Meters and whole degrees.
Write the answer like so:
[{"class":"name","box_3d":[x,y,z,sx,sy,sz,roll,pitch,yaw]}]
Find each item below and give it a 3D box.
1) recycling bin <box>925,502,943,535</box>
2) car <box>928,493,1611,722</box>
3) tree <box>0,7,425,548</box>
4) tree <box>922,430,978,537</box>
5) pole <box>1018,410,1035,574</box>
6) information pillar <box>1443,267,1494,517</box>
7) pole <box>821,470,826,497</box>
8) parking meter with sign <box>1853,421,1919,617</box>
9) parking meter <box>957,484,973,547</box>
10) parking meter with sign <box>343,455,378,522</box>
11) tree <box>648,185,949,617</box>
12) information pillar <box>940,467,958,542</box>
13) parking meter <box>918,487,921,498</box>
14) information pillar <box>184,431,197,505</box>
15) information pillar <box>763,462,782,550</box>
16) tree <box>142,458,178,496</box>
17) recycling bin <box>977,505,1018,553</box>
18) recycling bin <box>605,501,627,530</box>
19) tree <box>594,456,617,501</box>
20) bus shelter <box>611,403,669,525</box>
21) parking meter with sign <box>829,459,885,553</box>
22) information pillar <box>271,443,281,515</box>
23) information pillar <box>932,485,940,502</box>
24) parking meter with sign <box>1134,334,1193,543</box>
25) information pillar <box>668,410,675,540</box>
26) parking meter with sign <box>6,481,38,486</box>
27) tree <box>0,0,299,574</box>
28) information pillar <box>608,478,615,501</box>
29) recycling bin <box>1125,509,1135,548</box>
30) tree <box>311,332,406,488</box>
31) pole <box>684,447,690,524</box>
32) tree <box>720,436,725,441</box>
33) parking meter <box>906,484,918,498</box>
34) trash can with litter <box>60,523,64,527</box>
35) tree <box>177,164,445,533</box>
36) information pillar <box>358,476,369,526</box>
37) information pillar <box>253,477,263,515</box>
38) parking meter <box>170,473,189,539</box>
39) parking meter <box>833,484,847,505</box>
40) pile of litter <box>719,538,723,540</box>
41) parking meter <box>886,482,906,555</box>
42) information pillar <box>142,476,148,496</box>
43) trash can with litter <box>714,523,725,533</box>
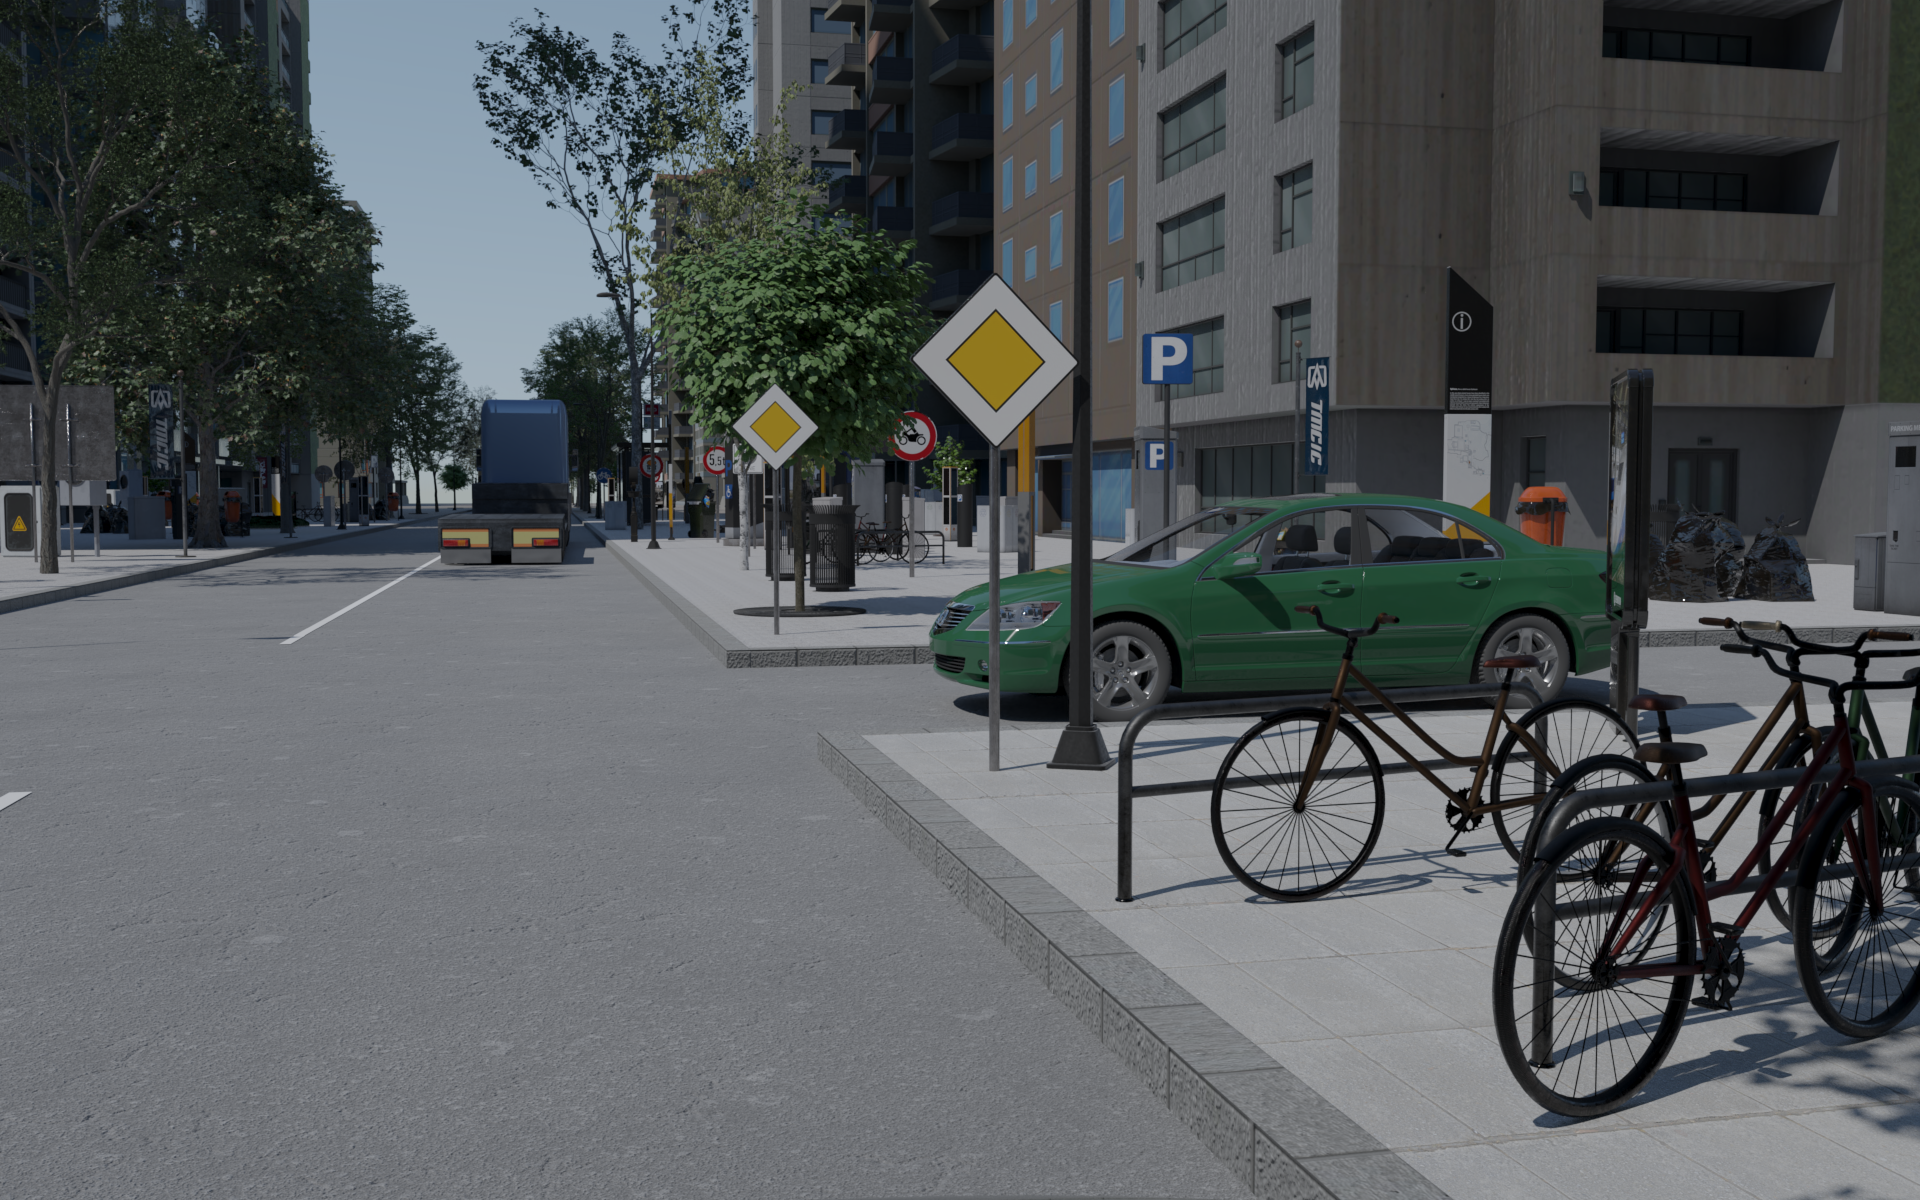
[{"class":"recycling bin","box_3d":[-0.703,-2.569,54.556,0.722,1.027,0.722,1,4,10]},{"class":"car","box_3d":[2.211,-0.010,11.957,4.920,1.459,2.131,-1,4,-13]},{"class":"tree","box_3d":[-18.077,-7.607,41.377,9.611,12.733,9.660,0,3,0]},{"class":"tree","box_3d":[-0.432,-3.539,52.468,1.663,3.219,1.824,0,3,0]},{"class":"pole","box_3d":[0.798,-1.645,20.736,0.158,3.312,0.155,0,3,0]},{"class":"information pillar","box_3d":[5.254,-1.628,17.981,0.504,3.616,0.183,0,4,-4]},{"class":"pole","box_3d":[-3.516,-3.073,44.086,0.158,3.312,0.155,0,3,0]},{"class":"parking meter with sign","box_3d":[10.211,-1.346,18.274,0.543,3.016,1.738,-1,4,-13]},{"class":"parking meter","box_3d":[0.118,-2.042,41.796,0.372,1.533,0.369,0,3,0]},{"class":"parking meter with sign","box_3d":[-27.312,-5.034,78.563,1.738,3.016,0.543,1,4,16]},{"class":"tree","box_3d":[-1.663,-2.135,18.623,4.285,4.588,4.351,0,3,0]},{"class":"information pillar","box_3d":[-0.263,-2.584,46.739,0.304,2.012,0.304,3,5,44]},{"class":"parking meter","box_3d":[-1.285,-2.464,48.705,0.372,1.533,0.369,0,3,0]},{"class":"information pillar","box_3d":[-27.648,-4.324,62.056,0.504,3.616,0.183,-3,5,-45]},{"class":"information pillar","box_3d":[-4.292,-2.153,39.698,0.304,2.012,0.304,2,4,29]},{"class":"tree","box_3d":[-35.480,-4.987,76.134,1.663,3.219,1.824,0,3,0]},{"class":"recycling bin","box_3d":[0.851,-1.567,38.182,0.722,1.027,0.722,2,4,32]},{"class":"recycling bin","box_3d":[-12.402,-3.050,62.427,0.722,1.027,0.722,0,4,-6]},{"class":"tree","box_3d":[-17.157,-5.636,86.748,1.663,3.219,1.824,0,3,0]},{"class":"bus shelter","box_3d":[-13.734,-5.896,74.036,2.179,5.291,8.768,-1,4,-13]},{"class":"parking meter with sign","box_3d":[-1.982,-2.533,37.677,1.738,3.016,0.543,-1,4,-9]},{"class":"information pillar","box_3d":[-28.258,-4.908,71.606,0.504,3.616,0.183,2,4,28]},{"class":"information pillar","box_3d":[-0.824,-3.466,61.166,0.304,2.012,0.304,-1,4,-12]},{"class":"parking meter with sign","box_3d":[2.251,-1.435,19.728,0.543,3.016,1.738,0,4,0]},{"class":"information pillar","box_3d":[-8.039,-3.472,48.128,0.183,3.616,0.504,0,4,-8]},{"class":"parking meter with sign","box_3d":[-25.137,-3.068,46.421,1.738,3.016,0.543,0,4,-2]},{"class":"tree","box_3d":[-14.640,-5.680,27.276,8.767,10.594,7.601,-1,4,-12]},{"class":"information pillar","box_3d":[-16.117,-4.624,80.088,0.304,2.012,0.304,-1,4,-15]},{"class":"recycling bin","box_3d":[3.254,-1.061,29.906,0.722,1.027,0.722,0,4,-1]},{"class":"tree","box_3d":[-25.212,-7.496,72.921,4.360,8.622,3.978,0,3,0]},{"class":"pole","box_3d":[-11.860,-4.978,75.226,0.158,3.312,0.155,0,3,0]},{"class":"tree","box_3d":[-8.668,-7.587,74.409,4.360,8.622,3.978,0,3,0]},{"class":"parking meter","box_3d":[-1.324,-2.065,42.177,0.372,1.533,0.369,0,3,0]},{"class":"trash can with litter","box_3d":[-35.185,-3.384,66.718,0.624,1.170,1.055,2,4,33]},{"class":"tree","box_3d":[-21.795,-8.443,56.168,7.486,12.596,7.792,0,3,0]},{"class":"information pillar","box_3d":[-23.802,-3.953,69.122,0.304,2.012,0.304,-3,5,-44]},{"class":"information pillar","box_3d":[-30.702,-4.361,75.792,0.304,2.012,0.304,0,4,-1]},{"class":"parking meter","box_3d":[-22.103,-2.650,49.038,0.255,1.863,0.399,3,4,38]},{"class":"parking meter","box_3d":[-3.111,-2.241,45.052,0.372,1.533,0.369,0,3,0]},{"class":"pile of litter","box_3d":[-6.069,-2.149,49.108,1.719,0.858,1.176,0,4,-4]},{"class":"parking meter","box_3d":[-1.390,-1.734,36.769,0.372,1.533,0.369,0,3,0]},{"class":"information pillar","box_3d":[-33.944,-4.127,71.961,0.304,2.012,0.304,2,4,34]},{"class":"trash can with litter","box_3d":[-7.638,-2.820,57.493,0.624,1.170,1.055,3,4,38]}]
